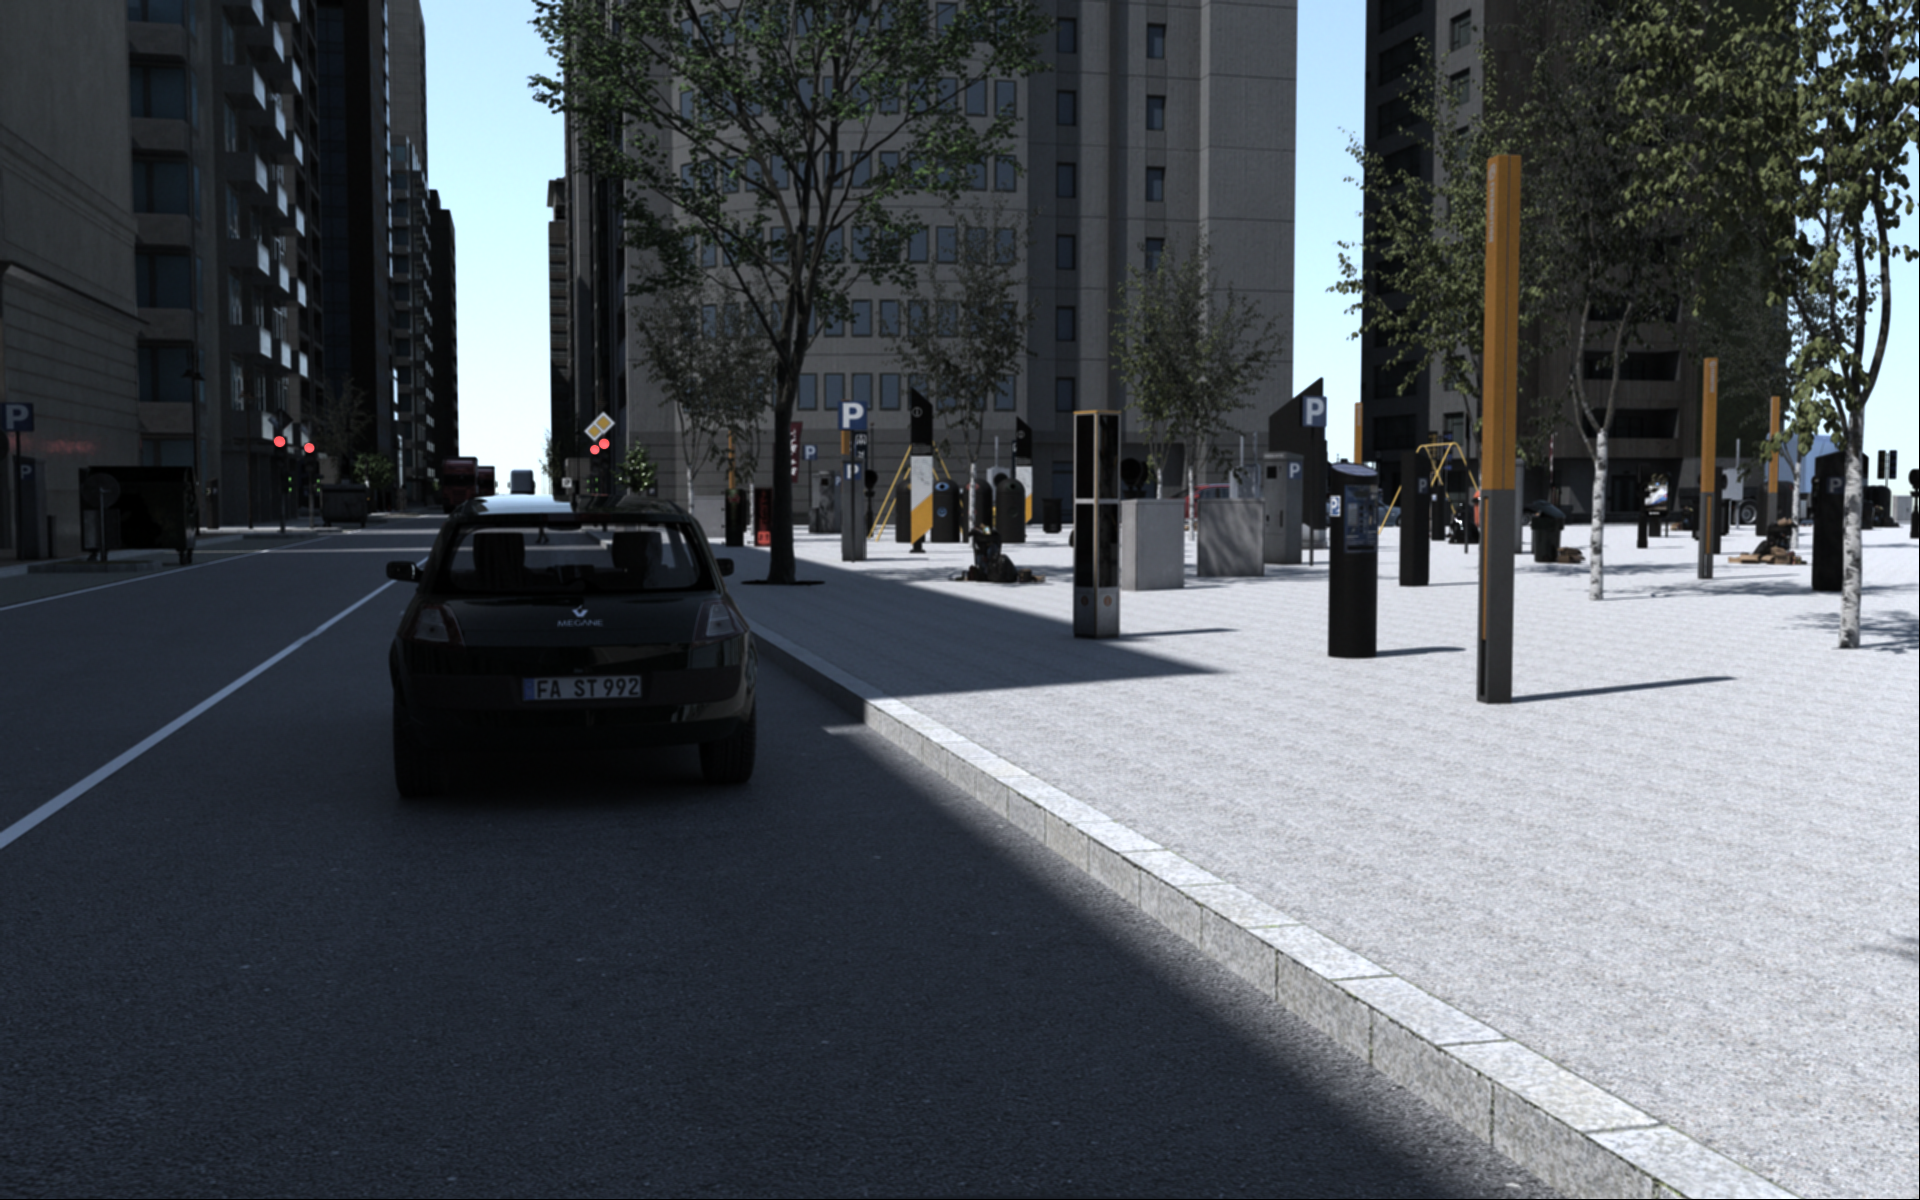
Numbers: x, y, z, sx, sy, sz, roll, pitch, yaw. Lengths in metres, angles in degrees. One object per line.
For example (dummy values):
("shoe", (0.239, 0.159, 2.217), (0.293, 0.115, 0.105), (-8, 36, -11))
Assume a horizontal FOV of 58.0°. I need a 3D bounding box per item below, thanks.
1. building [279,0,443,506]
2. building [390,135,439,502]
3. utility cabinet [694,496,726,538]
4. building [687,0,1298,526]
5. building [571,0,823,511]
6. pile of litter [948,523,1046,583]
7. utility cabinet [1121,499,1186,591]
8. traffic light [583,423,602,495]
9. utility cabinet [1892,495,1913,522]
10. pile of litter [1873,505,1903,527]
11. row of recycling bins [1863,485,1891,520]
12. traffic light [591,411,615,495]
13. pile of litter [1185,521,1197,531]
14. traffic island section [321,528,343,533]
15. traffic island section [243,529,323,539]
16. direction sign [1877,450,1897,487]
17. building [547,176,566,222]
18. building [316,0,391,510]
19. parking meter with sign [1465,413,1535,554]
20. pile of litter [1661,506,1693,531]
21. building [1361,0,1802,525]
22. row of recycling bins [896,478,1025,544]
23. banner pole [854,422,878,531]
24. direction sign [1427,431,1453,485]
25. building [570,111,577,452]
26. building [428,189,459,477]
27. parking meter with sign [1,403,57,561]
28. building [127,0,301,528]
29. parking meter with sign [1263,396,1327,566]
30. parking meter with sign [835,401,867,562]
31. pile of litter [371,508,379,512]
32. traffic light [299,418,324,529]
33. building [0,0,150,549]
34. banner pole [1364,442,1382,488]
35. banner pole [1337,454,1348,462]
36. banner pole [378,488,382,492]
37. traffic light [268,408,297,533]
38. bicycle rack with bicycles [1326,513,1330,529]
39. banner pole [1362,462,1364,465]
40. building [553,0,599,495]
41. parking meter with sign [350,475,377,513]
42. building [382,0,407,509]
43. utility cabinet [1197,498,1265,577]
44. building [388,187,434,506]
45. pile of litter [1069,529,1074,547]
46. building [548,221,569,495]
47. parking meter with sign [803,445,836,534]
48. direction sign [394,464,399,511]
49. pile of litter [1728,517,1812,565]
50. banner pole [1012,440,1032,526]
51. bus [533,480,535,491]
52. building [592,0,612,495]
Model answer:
("building", (-86.428, -49.900, 254.113), (20.563, 71.187, 20.611), (-1, 4, -14))
("building", (-82.060, -37.309, 229.607), (23.786, 49.044, 30.456), (-1, 4, -14))
("utility cabinet", (-7.377, -2.416, 50.661), (1.020, 1.237, 0.306), (-1, 4, -16))
("building", (-1.710, -32.924, 80.308), (28.212, 58.520, 21.231), (-1, 4, -14))
("building", (-26.374, -38.180, 166.245), (21.231, 58.520, 28.212), (-1, 4, -14))
("pile of litter", (0.551, -0.707, 25.530), (1.176, 0.858, 1.719), (-2, 4, -27))
("utility cabinet", (2.591, -0.741, 23.273), (1.020, 1.237, 0.306), (-3, 5, -44))
("traffic light", (-14.064, -4.753, 66.628), (0.839, 4.253, 0.868), (-1, 4, -14))
("utility cabinet", (44.126, -4.277, 81.088), (1.020, 1.237, 0.306), (-2, 4, -24))
("pile of litter", (35.516, -3.247, 67.056), (1.176, 0.858, 1.719), (-3, 5, -44))
("row of recycling bins", (44.184, -4.721, 84.295), (1.069, 1.692, 3.534), (0, 4, 3))
("traffic light", (-12.116, -4.279, 58.883), (0.839, 4.253, 0.868), (-1, 4, -14))
("pile of litter", (8.276, -2.855, 60.639), (1.176, 0.858, 1.719), (0, 4, 7))
("traffic island section", (-24.054, -2.567, 64.244), (2.009, 0.180, 2.903), (-1, 4, -14))
("traffic island section", (-22.106, -2.093, 56.499), (2.009, 0.180, 2.903), (-1, 4, -14))
("direction sign", (47.896, -5.965, 89.524), (0.876, 3.537, 0.379), (1, 4, 14))
("building", (-52.558, -42.506, 284.206), (28.713, 52.752, 27.495), (-1, 4, -14))
("building", (-54.370, -30.010, 140.777), (14.600, 45.320, 14.200), (-1, 4, -14))
("parking meter with sign", (11.725, -2.497, 37.085), (1.738, 3.016, 0.543), (1, 4, 19))
("pile of litter", (25.499, -2.864, 60.791), (1.719, 0.858, 1.176), (3, 4, 37))
("building", (28.357, -18.927, 81.155), (14.107, 30.474, 14.160), (-1, 4, -14))
("row of recycling bins", (-0.001, -2.355, 45.614), (3.534, 1.692, 1.069), (1, 4, 13))
("banner pole", (-3.295, -4.313, 60.538), (0.863, 3.779, 0.401), (0, 4, 2))
("direction sign", (17.268, -4.303, 62.358), (0.876, 3.537, 0.379), (0, 4, 7))
("building", (-34.447, -32.813, 186.598), (14.600, 45.320, 14.200), (-1, 4, -14))
("building", (-91.378, -39.853, 275.295), (21.300, 48.544, 21.600), (-1, 4, -14))
("parking meter with sign", (-18.164, -2.302, 33.896), (0.543, 3.016, 1.738), (-1, 4, -13))
("building", (-41.338, -27.841, 74.801), (23.786, 49.044, 30.456), (-1, 4, -14))
("parking meter with sign", (5.909, -2.162, 31.607), (0.543, 3.016, 1.738), (-2, 4, -27))
("parking meter with sign", (-2.024, -2.264, 33.275), (0.543, 3.016, 1.738), (0, 4, -1))
("pile of litter", (-42.170, -6.682, 123.213), (1.719, 0.858, 1.176), (-1, 4, -22))
("traffic light", (-24.012, -4.599, 64.119), (0.839, 4.253, 0.868), (-1, 4, -14))
("building", (-37.765, -12.852, 43.407), (30.059, 22.955, 16.112), (-1, 4, -14))
("banner pole", (19.937, -5.686, 82.989), (0.863, 3.779, 0.401), (-3, 4, -36))
("banner pole", (23.680, -7.191, 107.588), (0.863, 3.779, 0.401), (0, 4, -1))
("banner pole", (-43.385, -8.532, 129.514), (0.863, 3.779, 0.401), (2, 4, 33))
("traffic light", (-22.065, -4.126, 56.374), (0.839, 4.253, 0.868), (-1, 4, -14))
("bicycle rack with bicycles", (12.081, -2.973, 61.992), (2.925, 0.926, 2.852), (-2, 4, -24))
("banner pole", (22.737, -6.561, 97.297), (0.401, 3.779, 0.863), (3, 5, 41))
("building", (-47.388, -49.368, 245.423), (20.563, 71.187, 20.611), (-1, 4, -14))
("parking meter with sign", (-41.005, -7.508, 119.019), (1.738, 3.016, 0.543), (-1, 4, -18))
("building", (-63.519, -51.862, 160.617), (22.319, 86.520, 31.000), (-1, 4, -14))
("utility cabinet", (4.216, -0.969, 27.000), (1.020, 1.237, 0.306), (0, 4, 4))
("building", (-74.541, -30.317, 187.565), (32.217, 40.220, 23.993), (-1, 4, -14))
("pile of litter", (3.289, -1.723, 42.135), (1.176, 0.858, 1.719), (3, 5, 40))
("building", (-54.883, -35.396, 262.313), (14.154, 41.232, 14.086), (-1, 4, -14))
("parking meter with sign", (-4.215, -3.685, 56.509), (1.738, 3.016, 0.543), (3, 4, 37))
("direction sign", (-42.654, -8.500, 130.967), (0.379, 3.537, 0.876), (-2, 4, -26))
("pile of litter", (14.958, -1.101, 31.966), (1.176, 0.858, 1.719), (0, 4, -4))
("banner pole", (2.514, -4.930, 70.627), (0.863, 3.779, 0.401), (1, 4, 10))
("bus", (-67.919, -17.070, 270.648), (2.896, 3.916, 12.252), (-1, 4, -15))
("building", (-13.692, -20.001, 98.715), (14.160, 30.474, 14.107), (-1, 4, -14))
